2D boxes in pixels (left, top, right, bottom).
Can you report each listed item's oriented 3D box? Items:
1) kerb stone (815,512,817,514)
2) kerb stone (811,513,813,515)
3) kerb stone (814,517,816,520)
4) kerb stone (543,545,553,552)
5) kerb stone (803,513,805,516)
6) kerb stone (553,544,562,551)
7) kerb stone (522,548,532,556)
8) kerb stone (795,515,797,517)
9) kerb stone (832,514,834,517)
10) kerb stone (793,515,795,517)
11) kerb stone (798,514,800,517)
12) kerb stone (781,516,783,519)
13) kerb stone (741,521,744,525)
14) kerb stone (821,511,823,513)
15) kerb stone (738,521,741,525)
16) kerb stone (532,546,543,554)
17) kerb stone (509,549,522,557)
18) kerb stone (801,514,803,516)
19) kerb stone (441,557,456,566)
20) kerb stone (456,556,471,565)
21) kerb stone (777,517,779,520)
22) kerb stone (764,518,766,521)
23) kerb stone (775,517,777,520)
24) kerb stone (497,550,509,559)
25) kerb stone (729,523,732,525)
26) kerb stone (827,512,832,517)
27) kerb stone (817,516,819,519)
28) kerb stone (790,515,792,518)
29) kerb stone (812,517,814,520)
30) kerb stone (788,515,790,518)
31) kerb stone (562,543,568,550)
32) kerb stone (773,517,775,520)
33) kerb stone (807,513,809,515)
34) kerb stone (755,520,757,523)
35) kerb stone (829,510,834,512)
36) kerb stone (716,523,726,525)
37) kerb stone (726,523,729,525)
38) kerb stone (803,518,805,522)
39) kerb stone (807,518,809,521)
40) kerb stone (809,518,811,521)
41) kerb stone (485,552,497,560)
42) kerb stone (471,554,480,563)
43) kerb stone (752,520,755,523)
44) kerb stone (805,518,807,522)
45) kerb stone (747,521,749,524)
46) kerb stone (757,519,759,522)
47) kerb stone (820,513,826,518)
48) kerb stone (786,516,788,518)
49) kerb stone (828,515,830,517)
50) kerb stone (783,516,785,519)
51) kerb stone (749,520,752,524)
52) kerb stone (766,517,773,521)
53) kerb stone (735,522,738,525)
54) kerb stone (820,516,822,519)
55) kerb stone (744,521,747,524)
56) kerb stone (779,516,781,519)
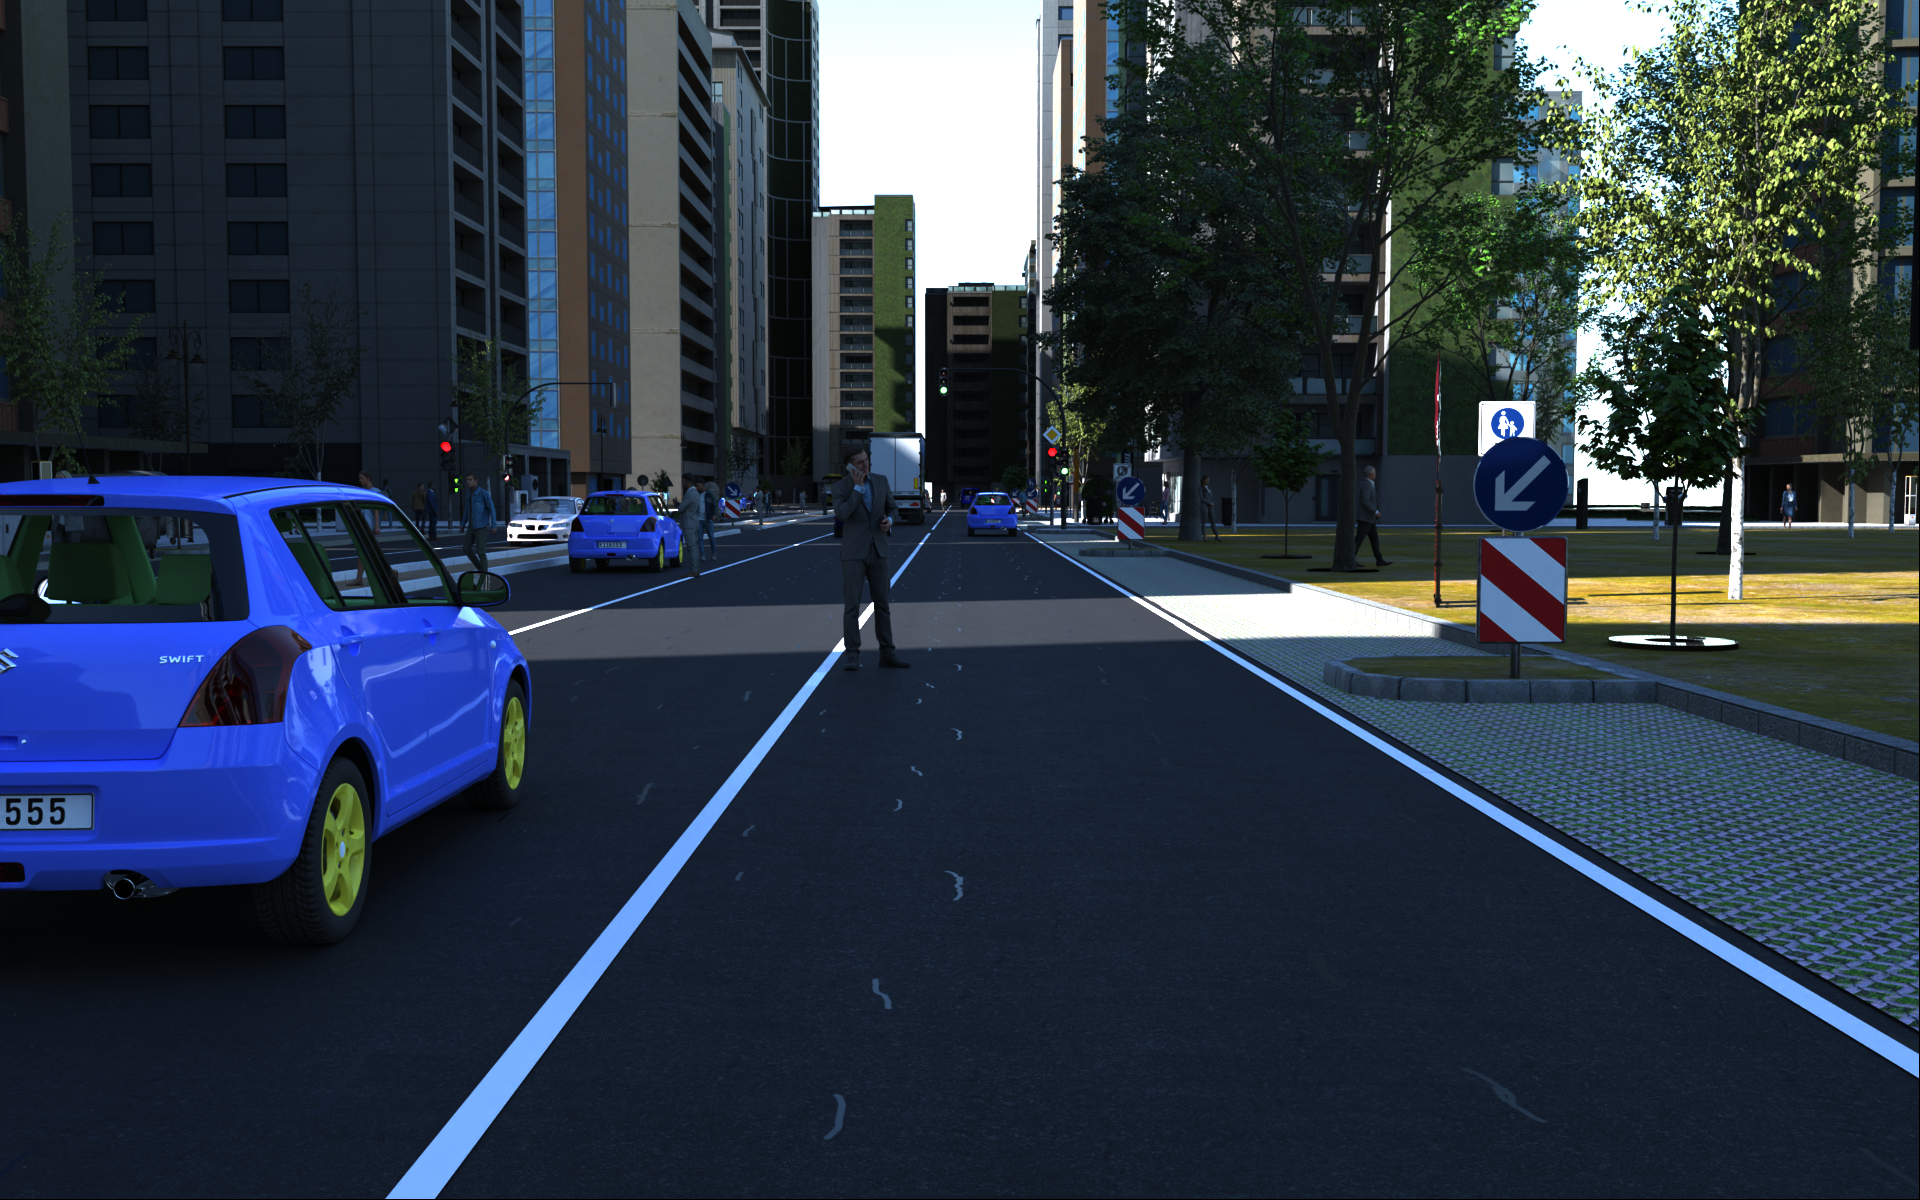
[{"bbox_3d":[-10.208,-5.970,119.903,0.120,0.150,1.000,0,3,0],"label":"kerb stone"},{"bbox_3d":[-10.204,-5.784,116.835,0.120,0.150,1.000,0,3,0],"label":"kerb stone"},{"bbox_3d":[-8.103,-4.405,94.281,0.120,0.150,1.000,0,3,0],"label":"kerb stone"},{"bbox_3d":[-10.213,-1.238,42.435,0.120,0.150,1.000,0,3,0],"label":"kerb stone"},{"bbox_3d":[-10.203,-5.407,110.676,0.120,0.150,1.000,0,3,0],"label":"kerb stone"},{"bbox_3d":[-10.216,-1.301,43.459,0.120,0.150,1.000,0,3,0],"label":"kerb stone"},{"bbox_3d":[-10.211,-1.112,40.381,0.120,0.150,1.000,0,3,0],"label":"kerb stone"},{"bbox_3d":[-10.210,-5.093,105.536,0.120,0.150,1.000,0,3,0],"label":"kerb stone"},{"bbox_3d":[-8.109,-5.223,107.595,0.120,0.150,1.000,0,3,0],"label":"kerb stone"},{"bbox_3d":[-10.213,-5.035,104.513,0.120,0.150,1.000,0,3,0],"label":"kerb stone"},{"bbox_3d":[-10.216,-5.223,107.590,0.120,0.150,1.000,0,3,0],"label":"kerb stone"},{"bbox_3d":[-10.209,-4.596,97.342,0.120,0.150,1.000,0,3,0],"label":"kerb stone"},{"bbox_3d":[-10.210,-3.530,79.916,0.120,0.150,1.000,0,3,0],"label":"kerb stone"},{"bbox_3d":[-10.205,-6.289,125.026,0.120,0.150,1.000,0,3,0],"label":"kerb stone"},{"bbox_3d":[-10.215,-3.460,78.891,0.120,0.150,1.000,0,3,0],"label":"kerb stone"},{"bbox_3d":[-10.213,-1.174,41.405,0.120,0.150,1.000,0,3,0],"label":"kerb stone"},{"bbox_3d":[-10.209,-1.050,39.359,0.120,0.150,1.000,0,3,0],"label":"kerb stone"},{"bbox_3d":[-10.208,-5.349,109.646,0.120,0.150,1.000,0,3,0],"label":"kerb stone"},{"bbox_3d":[-10.217,-0.731,34.236,0.120,0.150,1.000,0,3,0],"label":"kerb stone"},{"bbox_3d":[-10.216,-0.799,35.258,0.120,0.150,1.000,0,3,0],"label":"kerb stone"},{"bbox_3d":[-10.212,-4.471,95.294,0.120,0.150,1.000,0,3,0],"label":"kerb stone"},{"bbox_3d":[-10.212,-4.095,89.151,0.120,0.150,1.000,0,3,0],"label":"kerb stone"},{"bbox_3d":[-10.202,-4.408,94.272,0.120,0.150,1.000,0,3,0],"label":"kerb stone"},{"bbox_3d":[-10.220,-0.987,38.337,0.120,0.150,1.000,0,3,0],"label":"kerb stone"},{"bbox_3d":[-10.210,-3.280,75.822,0.120,0.150,1.000,0,3,0],"label":"kerb stone"},{"bbox_3d":[-8.108,-5.161,106.572,0.120,0.150,1.000,0,3,0],"label":"kerb stone"},{"bbox_3d":[-8.105,-4.534,96.328,0.120,0.150,1.000,0,3,0],"label":"kerb stone"},{"bbox_3d":[-10.202,-4.910,102.469,0.120,0.150,1.000,0,3,0],"label":"kerb stone"},{"bbox_3d":[-8.113,-4.346,93.258,0.120,0.150,1.000,0,3,0],"label":"kerb stone"},{"bbox_3d":[-10.206,-4.847,101.446,0.120,0.150,1.000,0,3,0],"label":"kerb stone"},{"bbox_3d":[-10.219,-1.360,44.481,0.120,0.150,1.000,0,3,0],"label":"kerb stone"},{"bbox_3d":[-10.210,-4.342,93.250,0.120,0.150,1.000,0,3,0],"label":"kerb stone"},{"bbox_3d":[-10.202,-5.595,113.759,0.120,0.150,1.000,0,3,0],"label":"kerb stone"},{"bbox_3d":[-10.208,-3.844,85.052,0.120,0.150,1.000,0,3,0],"label":"kerb stone"},{"bbox_3d":[-10.206,-6.978,136.284,0.120,0.150,1.000,0,3,0],"label":"kerb stone"},{"bbox_3d":[-10.214,-3.154,73.769,0.120,0.150,1.000,0,3,0],"label":"kerb stone"},{"bbox_3d":[-10.210,-3.217,74.796,0.120,0.150,1.000,0,3,0],"label":"kerb stone"},{"bbox_3d":[-8.110,-4.033,88.136,0.120,0.150,1.000,0,3,0],"label":"kerb stone"},{"bbox_3d":[-8.114,-4.155,90.187,0.120,0.150,1.000,0,3,0],"label":"kerb stone"},{"bbox_3d":[-8.107,-4.221,91.209,0.120,0.150,1.000,0,3,0],"label":"kerb stone"},{"bbox_3d":[-10.215,-0.925,37.313,0.120,0.150,1.000,0,3,0],"label":"kerb stone"},{"bbox_3d":[-10.213,-0.862,36.286,0.120,0.150,1.000,0,3,0],"label":"kerb stone"},{"bbox_3d":[-10.212,-3.779,84.030,0.120,0.150,1.000,0,3,0],"label":"kerb stone"},{"bbox_3d":[-8.112,-4.096,89.162,0.120,0.150,1.000,0,3,0],"label":"kerb stone"},{"bbox_3d":[-10.214,-3.656,81.973,0.120,0.150,1.000,0,3,0],"label":"kerb stone"},{"bbox_3d":[-10.212,-3.907,86.076,0.120,0.150,1.000,0,3,0],"label":"kerb stone"},{"bbox_3d":[-8.111,-4.848,101.460,0.120,0.150,1.000,0,3,0],"label":"kerb stone"},{"bbox_3d":[-10.214,-4.784,100.421,0.120,0.150,1.000,0,3,0],"label":"kerb stone"},{"bbox_3d":[-8.105,-5.036,104.528,0.120,0.150,1.000,0,3,0],"label":"kerb stone"},{"bbox_3d":[-10.211,-4.659,98.375,0.120,0.150,1.000,0,3,0],"label":"kerb stone"},{"bbox_3d":[-10.211,-3.718,83.006,0.120,0.150,1.000,0,3,0],"label":"kerb stone"},{"bbox_3d":[-10.214,-4.283,92.223,0.120,0.150,1.000,0,3,0],"label":"kerb stone"},{"bbox_3d":[-10.206,-3.405,77.868,0.120,0.150,1.000,0,3,0],"label":"kerb stone"},{"bbox_3d":[-8.105,-4.660,98.382,0.120,0.150,1.000,0,3,0],"label":"kerb stone"},{"bbox_3d":[-10.211,-3.593,80.945,0.120,0.150,1.000,0,3,0],"label":"kerb stone"},{"bbox_3d":[-10.207,-4.530,96.317,0.120,0.150,1.000,0,3,0],"label":"kerb stone"}]
